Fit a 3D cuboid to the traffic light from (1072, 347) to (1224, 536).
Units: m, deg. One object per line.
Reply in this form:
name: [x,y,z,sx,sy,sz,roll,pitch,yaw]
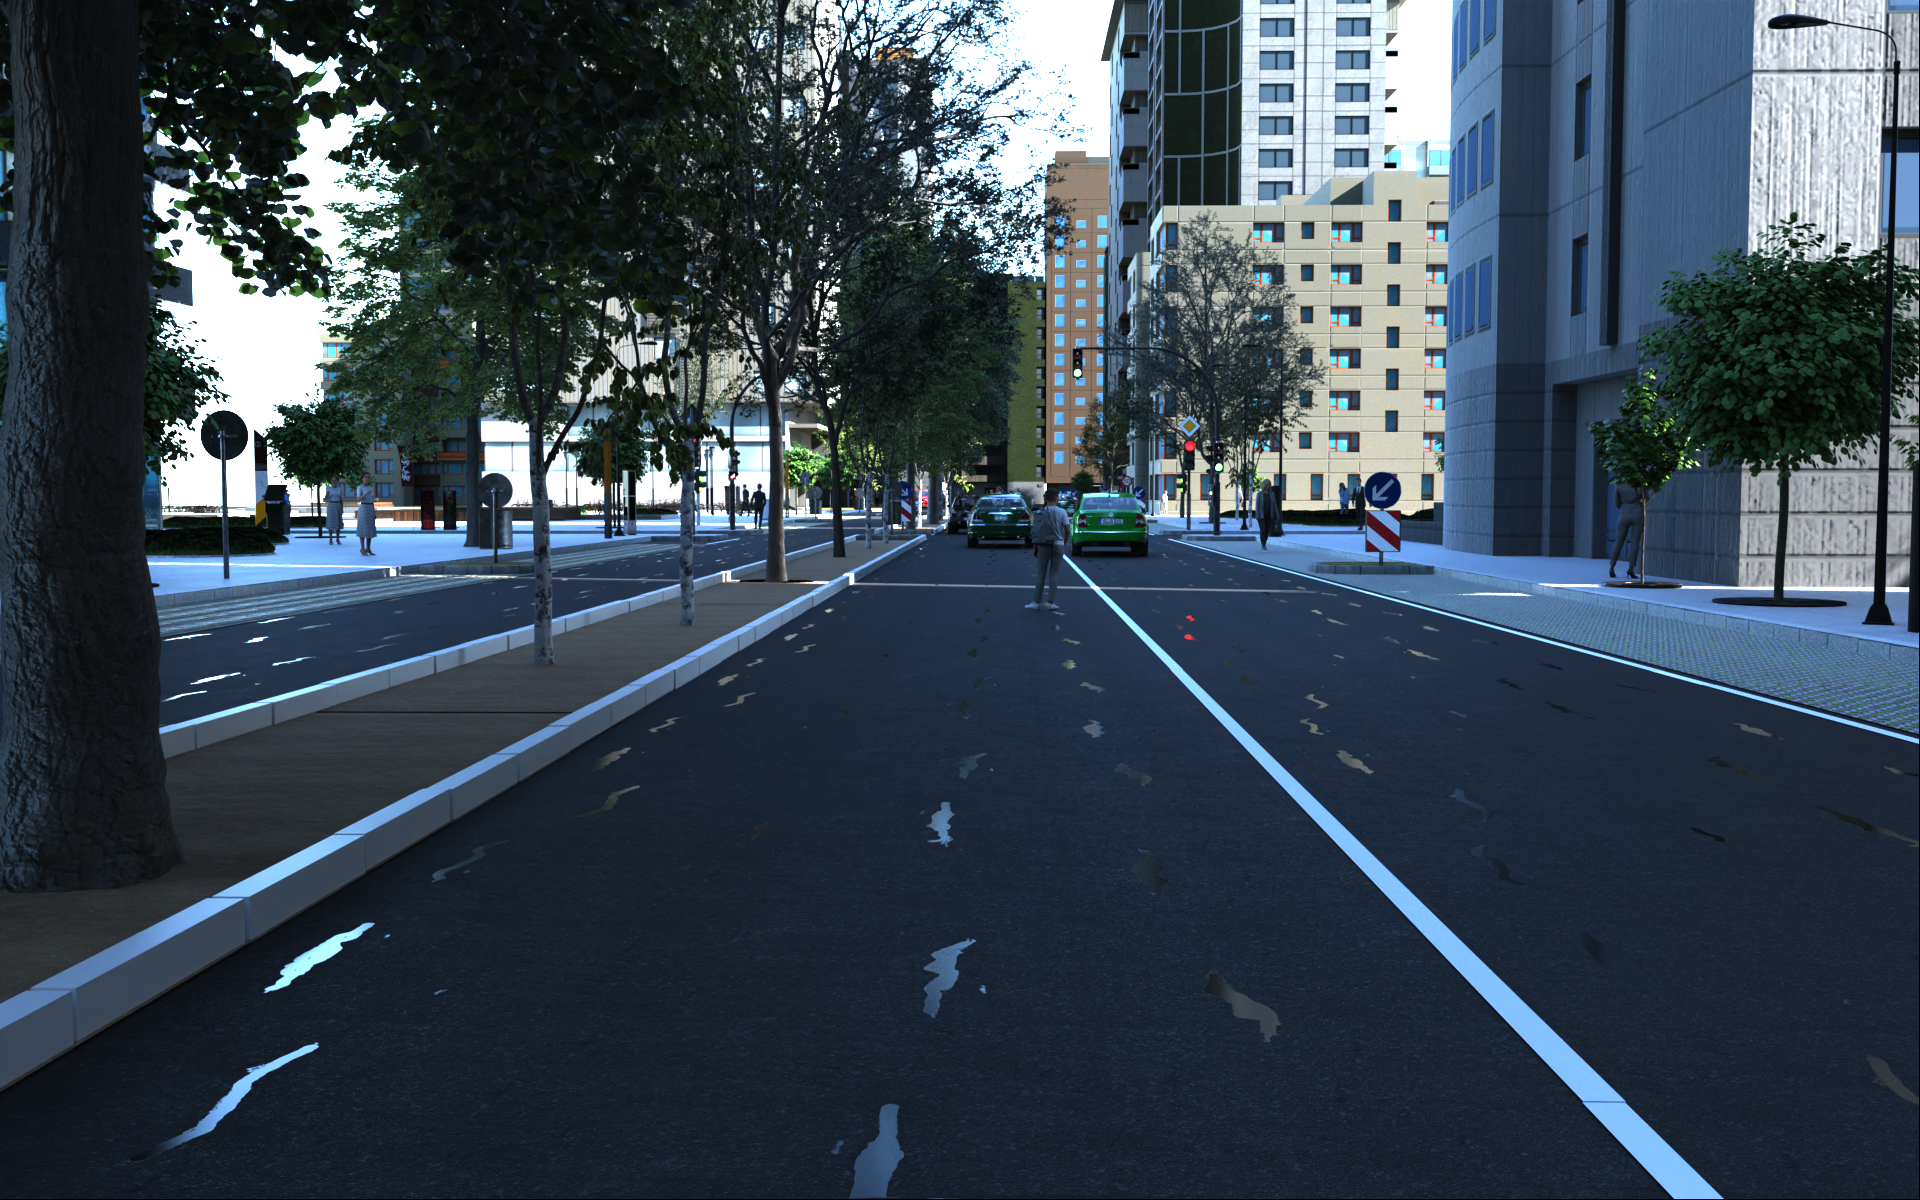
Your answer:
traffic light: [5.835,-4.822,53.509,4.771,5.953,1.251,0,4,1]

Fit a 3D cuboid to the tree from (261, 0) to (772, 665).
tree: [-3.442,-3.740,13.975,4.737,8.622,4.395,0,3,0]

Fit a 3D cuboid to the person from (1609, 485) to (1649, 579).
person: [10.199,-1.228,26.389,0.520,1.790,0.573,1,4,14]

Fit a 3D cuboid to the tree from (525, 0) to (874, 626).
tree: [-2.967,-4.033,18.754,4.360,8.622,3.978,0,3,0]

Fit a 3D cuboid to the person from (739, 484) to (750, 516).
person: [-12.515,-5.789,100.475,0.755,1.850,0.659,2,4,28]

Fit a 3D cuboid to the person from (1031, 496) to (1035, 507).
person: [5.743,-7.542,136.496,0.352,1.250,0.332,1,4,10]

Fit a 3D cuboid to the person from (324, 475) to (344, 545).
person: [-15.905,-2.289,44.036,0.480,1.755,0.524,-2,4,-33]

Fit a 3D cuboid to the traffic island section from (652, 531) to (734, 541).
traffic island section: [-8.368,-1.947,54.115,2.009,0.180,2.903,0,4,1]

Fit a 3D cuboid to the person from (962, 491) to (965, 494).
person: [0.351,-9.723,168.142,0.551,1.740,0.621,-1,4,-21]

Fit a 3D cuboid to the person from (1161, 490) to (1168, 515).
person: [12.341,-5.835,104.045,0.523,1.515,0.503,0,4,0]

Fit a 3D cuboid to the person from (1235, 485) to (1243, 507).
person: [16.431,-5.846,101.810,0.709,1.800,0.728,-2,4,-30]

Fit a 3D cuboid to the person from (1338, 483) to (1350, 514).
person: [17.123,-4.338,77.228,0.793,1.790,0.793,2,4,30]

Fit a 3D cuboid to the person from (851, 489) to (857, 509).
person: [-8.869,-8.622,147.538,1.217,1.766,0.721,3,5,42]

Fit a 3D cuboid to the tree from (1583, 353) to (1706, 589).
tree: [9.400,-1.800,24.038,1.663,3.219,1.824,0,3,0]

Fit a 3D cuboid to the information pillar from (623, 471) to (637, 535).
information pillar: [-10.333,-3.038,54.170,0.304,2.012,0.304,-3,5,-43]

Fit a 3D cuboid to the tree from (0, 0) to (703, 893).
tree: [-3.330,-5.938,6.199,9.857,13.997,8.962,0,3,0]

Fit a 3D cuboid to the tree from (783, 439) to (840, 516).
tree: [-9.690,-7.323,103.444,4.285,4.588,4.351,0,3,0]

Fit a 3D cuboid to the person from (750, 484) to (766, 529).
person: [-8.094,-3.743,69.476,0.659,1.850,0.755,-1,4,-8]

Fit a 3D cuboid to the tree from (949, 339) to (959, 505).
tree: [-2.136,-5.926,49.716,4.360,8.622,3.978,0,3,0]

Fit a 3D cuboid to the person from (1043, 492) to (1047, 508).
person: [8.646,-9.974,172.377,0.742,1.727,0.445,1,4,10]

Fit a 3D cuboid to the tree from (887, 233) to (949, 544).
tree: [-2.402,-5.654,45.269,4.360,8.622,3.978,0,3,0]

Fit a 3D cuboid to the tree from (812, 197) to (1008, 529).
tree: [-1.969,-8.873,65.662,7.486,12.596,7.792,0,3,0]

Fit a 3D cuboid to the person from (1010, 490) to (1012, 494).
person: [4.288,-8.013,140.319,0.742,1.727,0.445,1,4,9]

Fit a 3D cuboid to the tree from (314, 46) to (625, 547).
tree: [-11.472,-7.581,42.075,7.486,12.596,7.792,0,3,0]

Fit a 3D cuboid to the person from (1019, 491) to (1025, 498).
person: [6.405,-10.714,184.358,1.217,1.739,0.721,2,4,27]

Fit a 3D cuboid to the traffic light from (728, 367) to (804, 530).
traffic light: [-6.040,-5.338,61.946,4.771,5.953,1.251,0,4,1]

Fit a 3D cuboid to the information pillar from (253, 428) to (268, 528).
information pillar: [-24.990,-4.315,61.900,0.504,3.616,0.183,-3,5,-43]

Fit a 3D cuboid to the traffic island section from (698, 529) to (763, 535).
traffic island section: [-8.173,-2.435,62.098,2.009,0.180,2.903,0,4,1]

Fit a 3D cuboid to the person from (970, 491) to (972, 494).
person: [1.186,-11.305,194.052,1.217,1.743,0.721,2,4,24]

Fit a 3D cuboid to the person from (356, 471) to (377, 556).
person: [-12.355,-1.809,36.190,0.524,1.755,0.480,2,4,25]

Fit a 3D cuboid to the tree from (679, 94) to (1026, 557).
tree: [-2.694,-6.255,39.146,8.767,10.594,7.601,0,4,1]

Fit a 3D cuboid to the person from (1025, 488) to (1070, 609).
person: [1.084,-0.637,21.514,0.503,1.515,0.523,-2,4,-26]

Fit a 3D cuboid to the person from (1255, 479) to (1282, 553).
person: [7.537,-2.058,42.331,0.709,1.800,0.728,-1,4,-8]

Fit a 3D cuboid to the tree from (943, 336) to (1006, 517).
tree: [-0.714,-11.095,109.611,9.928,11.665,9.643,0,3,0]

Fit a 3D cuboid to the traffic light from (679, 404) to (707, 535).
traffic light: [-8.328,-3.979,53.979,0.839,4.253,0.868,0,4,1]

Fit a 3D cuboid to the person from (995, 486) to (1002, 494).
person: [1.858,-4.495,82.212,0.641,1.798,0.478,-2,4,-30]

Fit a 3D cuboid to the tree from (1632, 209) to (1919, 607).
tree: [9.527,-2.229,20.166,4.285,4.588,4.351,0,3,0]

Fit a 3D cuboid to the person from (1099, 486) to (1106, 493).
person: [6.913,-4.625,83.985,0.638,1.841,0.748,0,4,3]

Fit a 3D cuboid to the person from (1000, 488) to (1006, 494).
person: [3.047,-7.222,126.386,0.655,1.846,0.447,-1,4,-22]

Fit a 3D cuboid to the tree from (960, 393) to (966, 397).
tree: [-1.715,-7.360,73.154,4.360,8.622,3.978,0,3,0]

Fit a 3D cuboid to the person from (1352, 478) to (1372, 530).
person: [14.174,-3.398,61.374,0.659,1.850,0.755,2,4,34]

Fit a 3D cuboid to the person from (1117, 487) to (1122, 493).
person: [9.030,-5.452,97.652,0.388,1.821,0.555,2,4,33]

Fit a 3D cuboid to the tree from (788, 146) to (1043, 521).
tree: [-2.303,-14.365,93.208,12.611,20.169,13.585,0,3,0]

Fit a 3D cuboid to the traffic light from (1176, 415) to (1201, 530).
traffic light: [8.124,-4.444,61.582,0.839,4.253,0.868,0,4,1]

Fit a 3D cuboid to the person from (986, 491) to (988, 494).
person: [2.922,-10.833,186.176,0.434,1.755,0.990,-2,4,-27]

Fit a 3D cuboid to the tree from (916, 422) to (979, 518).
tree: [-0.748,-9.141,102.283,4.737,8.622,4.395,0,3,0]

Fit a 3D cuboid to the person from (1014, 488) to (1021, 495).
person: [3.999,-6.775,119.147,0.514,1.842,0.818,-3,4,-36]

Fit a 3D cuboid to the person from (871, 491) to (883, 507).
person: [-8.390,-10.338,175.072,1.348,1.823,0.705,-2,4,-29]

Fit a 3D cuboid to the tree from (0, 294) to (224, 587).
tree: [-11.707,-2.440,23.616,4.285,4.588,4.351,0,3,0]

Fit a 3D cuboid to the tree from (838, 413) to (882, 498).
tree: [-9.165,-11.243,134.177,4.737,8.622,4.395,0,3,0]

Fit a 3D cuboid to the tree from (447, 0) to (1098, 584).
tree: [-2.937,-7.008,27.405,12.009,13.543,11.850,0,3,0]

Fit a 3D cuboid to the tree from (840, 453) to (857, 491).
tree: [-9.154,-8.876,128.836,4.285,4.588,4.351,0,3,0]

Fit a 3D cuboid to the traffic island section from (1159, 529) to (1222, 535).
traffic island section: [8.163,-2.411,61.695,2.009,0.180,2.903,0,4,1]

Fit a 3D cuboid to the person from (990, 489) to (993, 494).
person: [2.407,-7.406,129.948,0.624,1.780,0.694,0,4,-5]
